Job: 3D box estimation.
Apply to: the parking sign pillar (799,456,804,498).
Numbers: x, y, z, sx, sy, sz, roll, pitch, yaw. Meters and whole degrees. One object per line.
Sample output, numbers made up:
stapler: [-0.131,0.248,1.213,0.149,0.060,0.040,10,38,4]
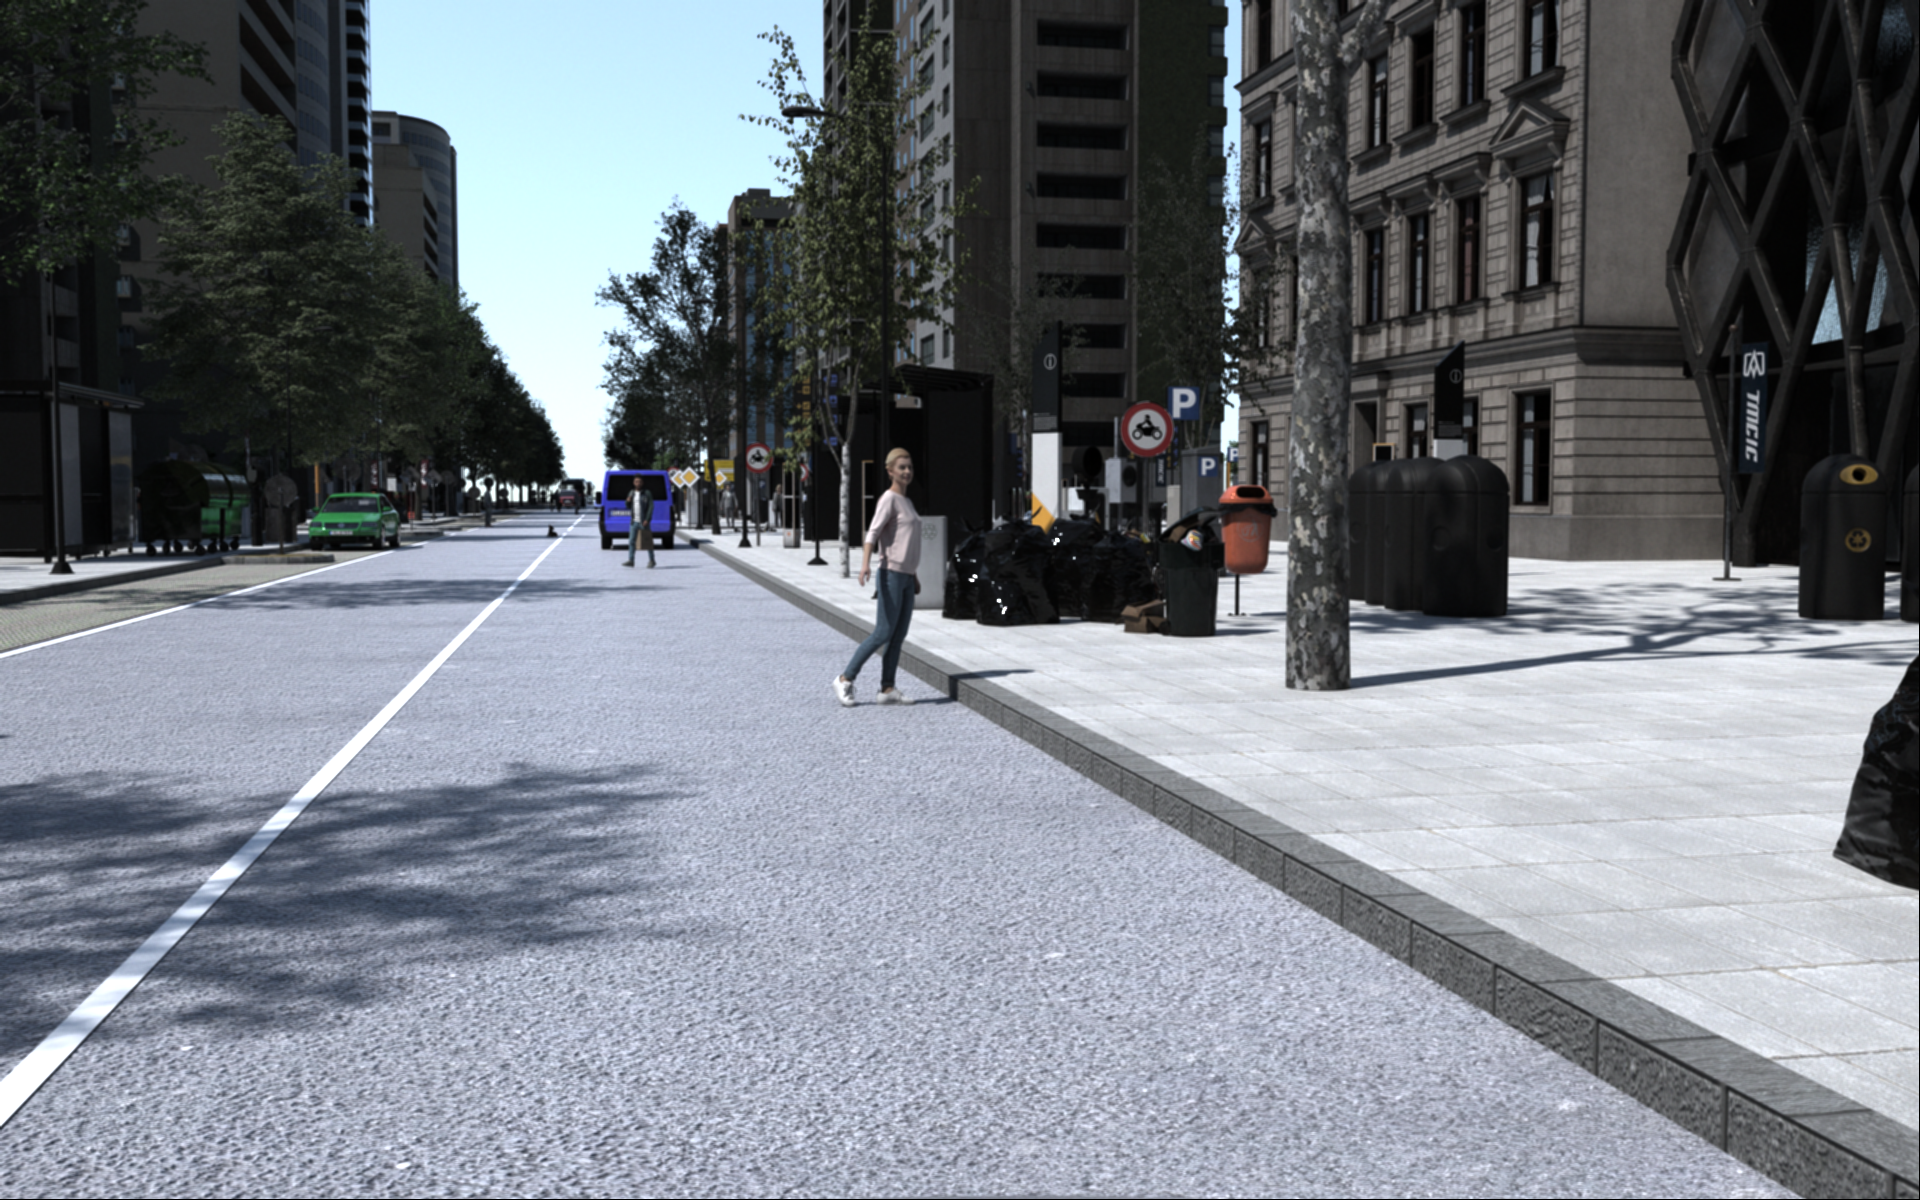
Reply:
parking sign pillar: [-11.535,-8.227,122.984,1.447,3.967,1.447,1,4,18]

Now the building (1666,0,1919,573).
building: [21.228,-9.648,25.195,16.820,18.784,16.811,-1,4,-12]

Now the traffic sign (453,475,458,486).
traffic sign: [-33.843,-7.054,115.443,0.768,2.556,0.104,-1,4,-10]

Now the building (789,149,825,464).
building: [-5.940,-30.956,198.006,32.217,40.220,23.993,-1,4,-12]

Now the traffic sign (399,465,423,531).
traffic sign: [-19.036,-3.452,60.090,0.795,2.450,0.064,-1,4,-12]

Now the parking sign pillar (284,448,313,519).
parking sign pillar: [-39.042,-6.930,101.773,1.447,3.967,1.447,0,4,5]

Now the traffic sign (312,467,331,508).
traffic sign: [-30.567,-5.074,82.962,0.884,2.594,0.081,0,4,-4]

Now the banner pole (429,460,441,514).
banner pole: [-34.239,-7.514,112.873,0.401,3.779,0.863,3,4,38]

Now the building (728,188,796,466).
building: [-26.422,-36.910,253.593,14.600,45.320,14.200,-1,4,-12]

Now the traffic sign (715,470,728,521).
traffic sign: [-11.589,-5.028,83.397,0.795,2.450,0.064,-1,4,-8]

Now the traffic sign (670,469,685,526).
traffic sign: [-11.286,-4.047,69.803,0.795,2.450,0.064,-1,4,-12]

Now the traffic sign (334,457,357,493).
traffic sign: [-21.121,-3.635,59.538,0.768,2.556,0.104,0,4,-4]

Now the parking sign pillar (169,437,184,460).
parking sign pillar: [-36.637,-5.709,81.816,1.447,3.967,1.447,-1,4,-12]

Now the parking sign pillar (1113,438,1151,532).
parking sign pillar: [5.788,-4.291,58.626,1.447,3.967,1.447,-3,4,-36]

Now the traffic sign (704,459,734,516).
traffic sign: [-13.830,-6.572,101.317,2.265,3.308,0.079,0,4,-3]

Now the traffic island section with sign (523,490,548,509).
traffic island section with sign: [-40.745,-9.611,165.772,1.989,1.847,2.006,-1,4,-12]

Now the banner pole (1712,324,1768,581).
banner pole: [11.501,-2.167,25.440,0.401,3.779,0.863,-2,4,-24]

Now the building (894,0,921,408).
building: [3.689,-28.287,112.605,14.600,45.320,14.200,-1,4,-12]

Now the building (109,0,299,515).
building: [-55.225,-29.781,110.623,21.300,48.544,21.600,-1,4,-12]

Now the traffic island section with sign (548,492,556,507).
traffic island section with sign: [-46.201,-11.240,192.402,1.989,1.847,2.006,-1,4,-12]

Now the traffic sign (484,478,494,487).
traffic sign: [-36.771,-8.263,135.199,0.768,2.556,0.104,-1,4,-9]

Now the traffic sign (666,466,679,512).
traffic sign: [-13.222,-4.889,80.048,0.768,2.556,0.104,0,4,-2]

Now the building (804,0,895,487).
building: [-1.558,-42.714,136.627,20.563,71.187,20.611,-1,4,-12]

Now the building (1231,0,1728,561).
building: [14.379,-10.859,42.174,10.561,19.102,19.286,-1,4,-12]

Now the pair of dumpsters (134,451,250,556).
pair of dumpsters: [-16.636,-2.147,37.603,1.574,2.255,4.437,-1,4,-11]

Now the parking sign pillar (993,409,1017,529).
parking sign pillar: [1.444,-4.097,55.464,1.447,3.967,1.447,-1,4,-12]

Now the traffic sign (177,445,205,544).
traffic sign: [-19.773,-2.724,44.644,0.768,2.556,0.104,-1,4,-9]

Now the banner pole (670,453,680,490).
banner pole: [-17.377,-7.057,105.397,0.863,3.779,0.401,-3,5,-43]

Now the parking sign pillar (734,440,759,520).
parking sign pillar: [-10.653,-6.016,86.841,1.447,3.967,1.447,1,4,14]

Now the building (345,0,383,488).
building: [-71.590,-52.906,177.681,22.319,86.520,31.000,-1,4,-12]

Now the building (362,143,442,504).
building: [-84.570,-37.780,241.397,21.300,48.544,21.600,-1,4,-12]

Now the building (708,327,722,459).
building: [-36.264,-32.135,297.105,14.160,30.474,14.107,-1,4,-12]

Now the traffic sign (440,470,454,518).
traffic sign: [-27.574,-5.688,93.097,0.768,2.556,0.104,-1,4,-10]

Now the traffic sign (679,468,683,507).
traffic sign: [-13.842,-5.209,85.269,0.768,2.556,0.104,0,4,-4]

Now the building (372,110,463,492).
building: [-88.784,-44.257,265.607,21.231,58.520,28.212,-1,4,-12]

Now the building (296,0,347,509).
building: [-65.475,-37.115,148.823,21.231,58.520,28.212,-1,4,-12]

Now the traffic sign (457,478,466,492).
traffic sign: [-40.487,-8.597,140.668,0.768,2.556,0.104,0,4,-4]

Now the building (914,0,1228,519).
building: [5.565,-19.746,94.556,14.107,30.474,14.160,-1,4,-12]

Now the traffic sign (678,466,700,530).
traffic sign: [-9.682,-3.568,61.981,0.795,2.450,0.064,-1,4,-12]

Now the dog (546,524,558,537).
dog: [-13.742,-2.315,58.051,0.550,0.427,0.748,0,4,8]

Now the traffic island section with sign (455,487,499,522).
traffic island section with sign: [-25.230,-4.987,90.166,1.989,1.847,2.006,-1,4,-12]

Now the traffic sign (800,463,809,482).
traffic sign: [-6.619,-4.363,71.449,0.768,2.556,0.104,0,4,-3]

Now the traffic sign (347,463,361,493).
traffic sign: [-23.909,-4.153,68.002,0.768,2.556,0.104,0,4,-6]

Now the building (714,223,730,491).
building: [-27.773,-37.963,275.322,22.147,44.769,28.867,-1,4,-12]

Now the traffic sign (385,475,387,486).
traffic sign: [-30.556,-5.560,93.041,0.606,2.300,0.079,-1,4,-9]

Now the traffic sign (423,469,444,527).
traffic sign: [-20.641,-3.931,67.912,0.795,2.450,0.064,-1,4,-12]

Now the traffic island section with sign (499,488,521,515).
traffic island section with sign: [-30.703,-6.617,116.813,1.989,1.847,2.006,-1,4,-12]

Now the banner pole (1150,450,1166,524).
banner pole: [8.396,-5.121,73.751,0.863,3.779,0.401,0,4,-1]

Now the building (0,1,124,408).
building: [-49.692,-19.034,82.912,14.160,30.474,14.107,-1,4,-12]

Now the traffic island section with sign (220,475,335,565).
traffic island section with sign: [-14.115,-1.671,35.945,1.989,1.847,2.006,-1,4,-12]
